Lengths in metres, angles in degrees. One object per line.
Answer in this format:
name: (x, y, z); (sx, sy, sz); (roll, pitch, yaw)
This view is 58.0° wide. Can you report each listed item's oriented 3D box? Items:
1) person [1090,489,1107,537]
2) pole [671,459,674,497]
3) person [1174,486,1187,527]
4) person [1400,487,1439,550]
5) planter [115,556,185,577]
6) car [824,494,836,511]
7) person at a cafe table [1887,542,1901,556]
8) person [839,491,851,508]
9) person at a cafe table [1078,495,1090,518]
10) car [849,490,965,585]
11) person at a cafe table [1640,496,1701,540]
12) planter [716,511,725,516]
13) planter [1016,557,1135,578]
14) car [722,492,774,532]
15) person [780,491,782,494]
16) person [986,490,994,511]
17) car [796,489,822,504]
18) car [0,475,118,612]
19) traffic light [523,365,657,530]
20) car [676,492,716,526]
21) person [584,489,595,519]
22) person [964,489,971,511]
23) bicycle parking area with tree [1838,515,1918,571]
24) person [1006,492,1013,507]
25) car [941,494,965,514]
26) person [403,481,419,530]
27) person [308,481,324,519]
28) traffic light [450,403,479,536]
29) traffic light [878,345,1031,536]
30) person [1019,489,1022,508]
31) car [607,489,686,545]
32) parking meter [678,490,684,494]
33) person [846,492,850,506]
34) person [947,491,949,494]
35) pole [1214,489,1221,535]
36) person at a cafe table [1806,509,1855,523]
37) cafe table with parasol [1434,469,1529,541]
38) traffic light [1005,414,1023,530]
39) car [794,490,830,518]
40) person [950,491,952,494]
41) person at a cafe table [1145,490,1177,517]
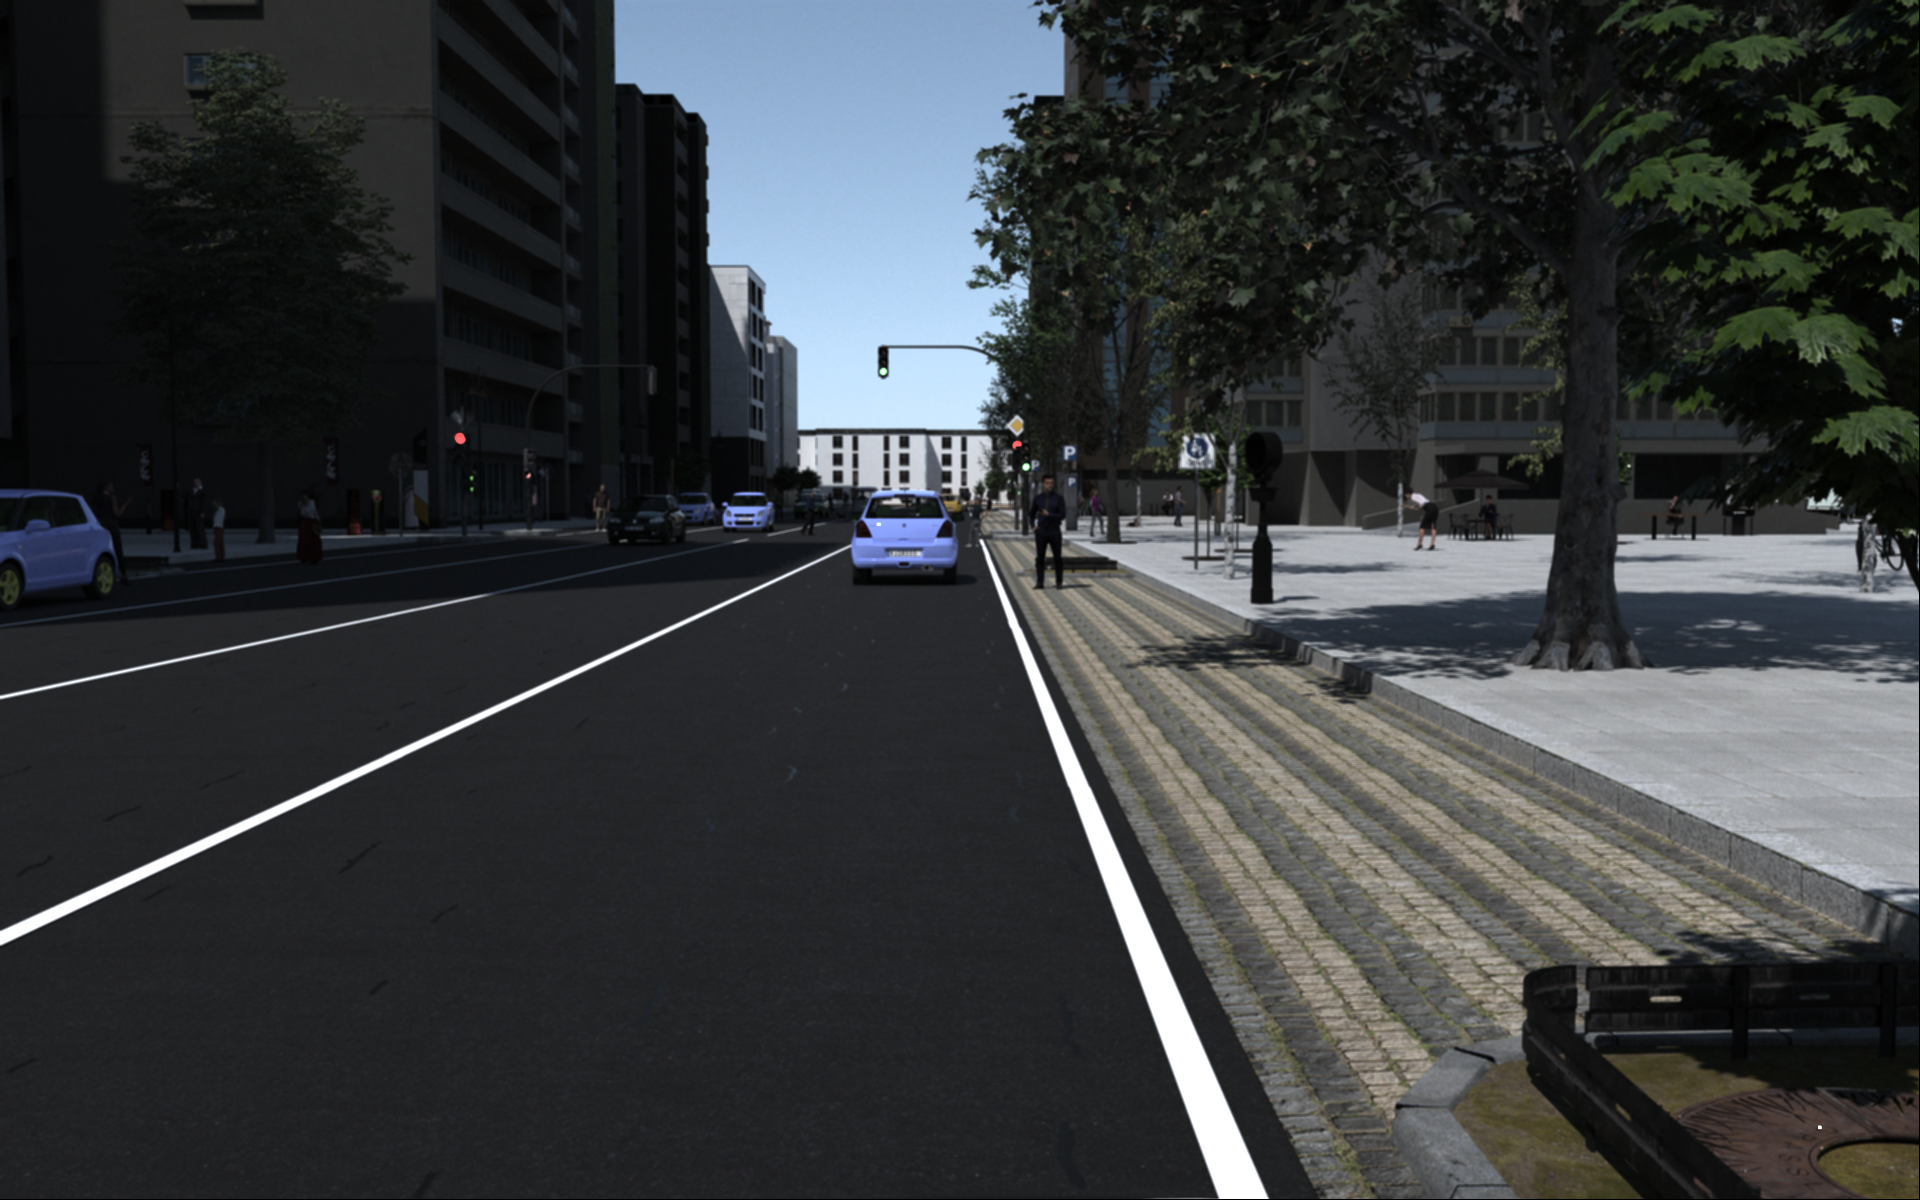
person: (4.213, -2.625, 52.205); (0.776, 1.435, 0.726); (2, 4, 32)
pole: (-16.844, -6.577, 101.384); (0.158, 3.312, 0.155); (0, 3, 0)
person: (8.625, -3.661, 67.861); (0.435, 1.587, 0.963); (0, 4, -8)
person: (10.495, -1.853, 39.530); (0.799, 1.438, 0.628); (0, 4, 4)
planter: (-14.969, -0.587, 30.745); (1.991, 0.319, 1.994); (0, 3, 0)
car: (-11.815, -8.541, 151.653); (2.014, 1.417, 4.499); (0, 4, -2)
person at a cafe table: (20.035, -1.523, 35.756); (1.726, 1.238, 1.698); (-3, 5, -42)
person: (-11.860, -10.353, 178.491); (1.217, 1.735, 0.721); (-1, 4, -20)
person at a cafe table: (6.020, -4.934, 91.539); (1.726, 1.238, 1.698); (2, 4, 33)
car: (-0.887, -1.169, 28.699); (1.945, 1.707, 3.694); (0, 4, -1)
person at a cafe table: (20.189, -2.327, 48.906); (1.698, 1.238, 1.726); (2, 4, 25)
planter: (-14.835, -5.609, 112.846); (1.991, 0.319, 1.994); (0, 3, 0)
planter: (1.983, -0.563, 30.352); (1.991, 0.319, 1.994); (0, 3, 0)
car: (-8.031, -3.444, 65.895); (1.945, 1.707, 3.694); (0, 4, -1)
person: (-18.682, -10.551, 179.372); (0.721, 1.723, 1.217); (0, 4, -6)
person: (2.446, -8.164, 142.767); (0.721, 1.735, 1.217); (3, 4, 38)
car: (-12.190, -8.106, 141.211); (2.281, 1.827, 5.304); (0, 3, 0)
car: (-12.438, -0.774, 22.239); (1.945, 1.707, 3.694); (0, 3, 0)
traffic light: (-13.113, -5.290, 61.155); (4.771, 5.953, 1.251); (0, 3, 0)
car: (-12.320, -4.282, 79.601); (1.945, 1.707, 3.694); (0, 4, 2)
person: (-18.742, -4.844, 87.458); (0.499, 1.552, 0.429); (-3, 4, -37)
person: (0.618, -8.384, 145.454); (0.599, 1.838, 0.709); (3, 5, 41)
bicycle parking area with tree: (19.451, -2.622, 29.873); (8.231, 4.147, 9.016); (3, 5, 40)
person: (5.120, -10.251, 174.370); (1.217, 1.735, 0.721); (1, 4, 19)
car: (-0.672, -6.525, 116.903); (2.015, 1.641, 3.980); (0, 4, 1)
person: (-19.479, -3.339, 61.301); (0.621, 1.740, 0.551); (-1, 4, -9)
person: (-23.067, -3.376, 61.929); (0.565, 1.739, 0.600); (2, 4, 35)
traffic light: (-15.218, -3.928, 53.139); (0.839, 4.253, 0.868); (0, 3, 0)
traffic light: (-0.109, -4.790, 52.988); (4.771, 5.953, 1.251); (0, 3, 0)
person: (5.612, -9.387, 159.540); (0.705, 1.822, 1.348); (-1, 4, -16)
car: (-9.043, -2.467, 50.128); (2.009, 1.686, 4.222); (0, 3, 0)
parking meter: (-16.877, -5.903, 104.921); (0.372, 1.533, 0.369); (0, 3, 0)
person: (-13.649, -12.238, 209.515); (0.530, 1.710, 0.541); (-3, 5, -41)
person: (-1.006, -9.114, 158.228); (0.721, 1.735, 1.217); (-1, 4, -22)
pole: (8.010, -3.666, 53.780); (0.158, 3.312, 0.155); (0, 3, 0)
person at a cafe table: (39.416, -4.234, 77.746); (1.698, 1.524, 1.622); (-2, 4, -24)
cafe table with parasol: (14.359, -2.620, 47.706); (2.610, 1.966, 2.610); (0, 4, 8)
traffic light: (1.997, -4.415, 61.111); (0.839, 4.253, 0.868); (0, 3, 0)
car: (-8.871, -5.818, 103.923); (1.959, 1.807, 4.718); (0, 4, 2)
person: (-0.851, -9.774, 168.827); (0.617, 1.759, 0.750); (0, 4, 6)
person at a cafe table: (11.727, -5.543, 99.139); (1.698, 1.524, 1.622); (2, 4, 31)
